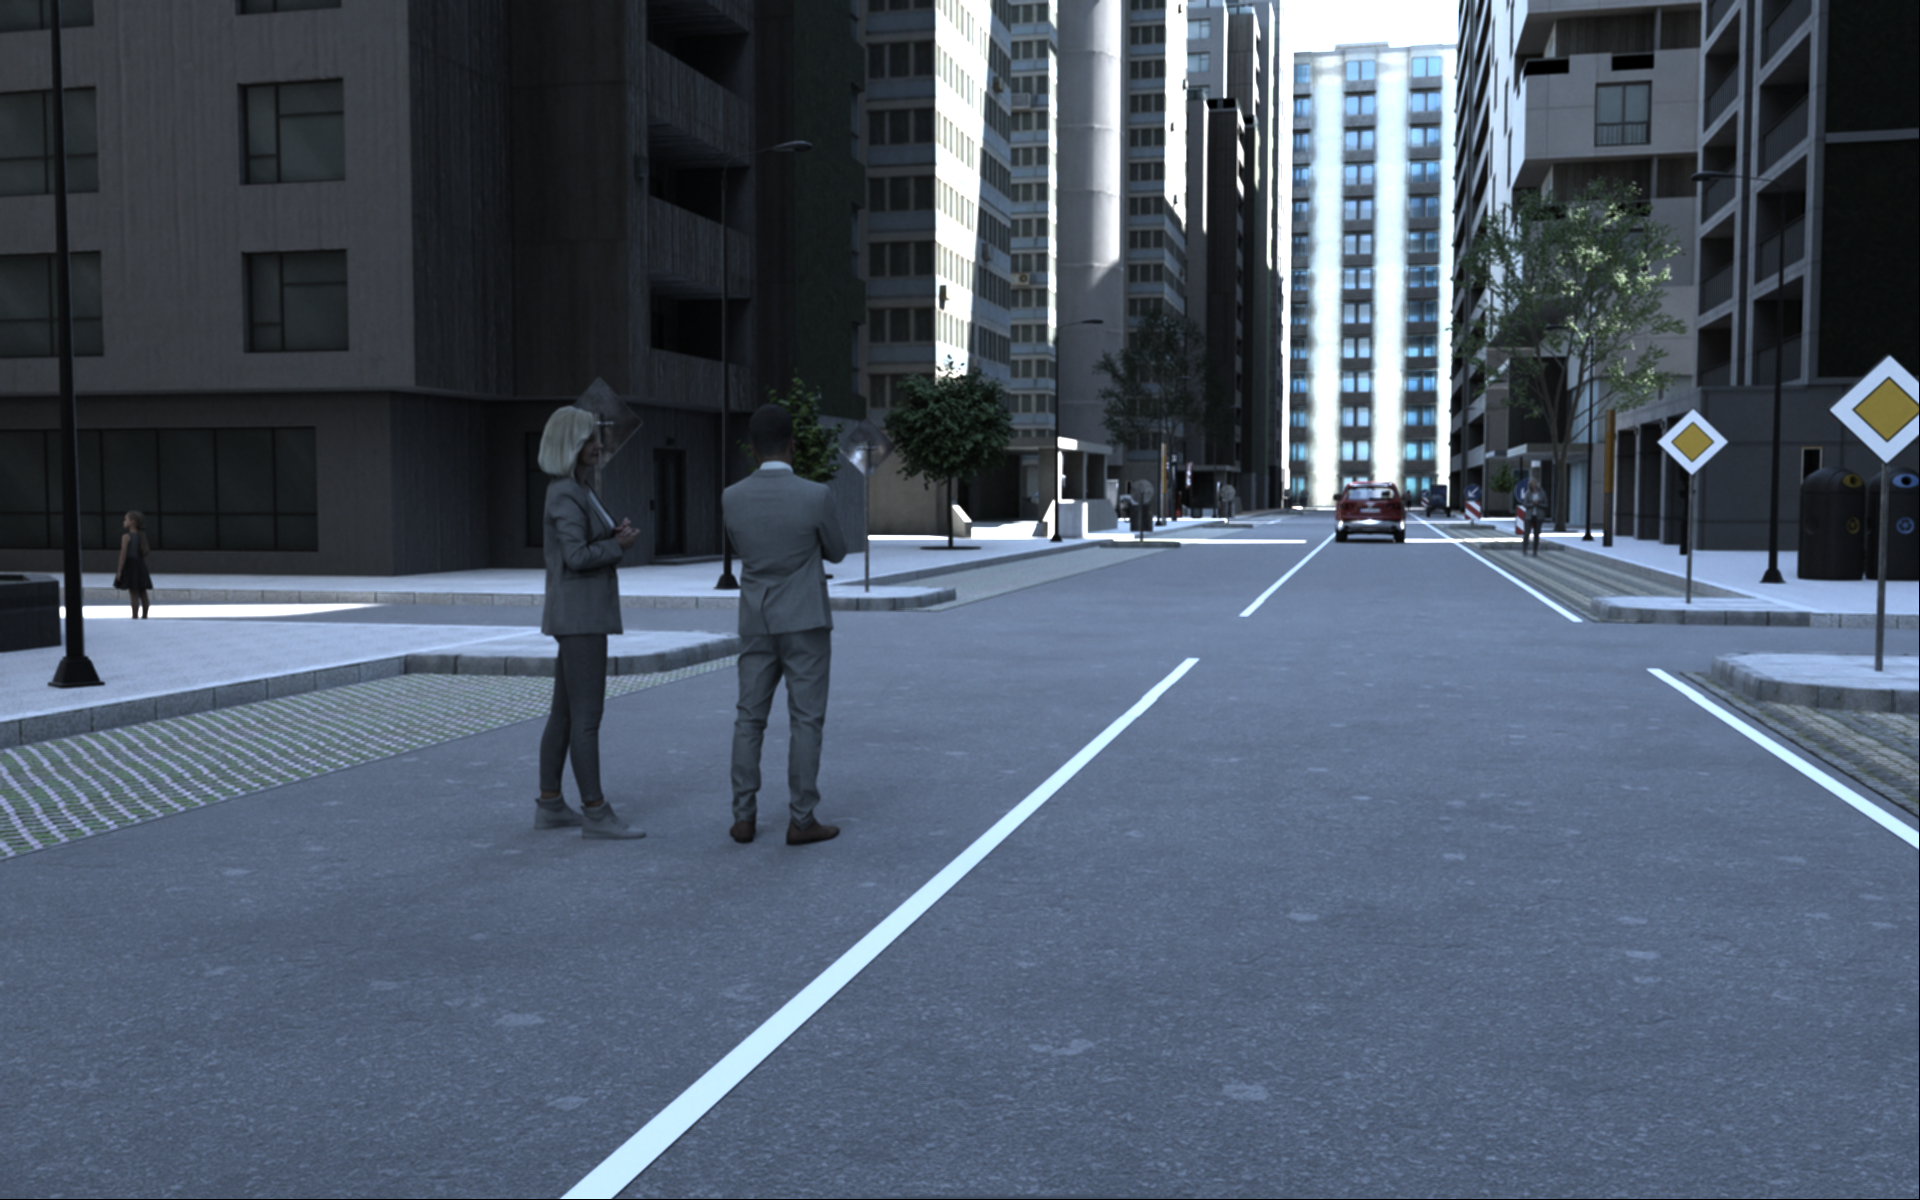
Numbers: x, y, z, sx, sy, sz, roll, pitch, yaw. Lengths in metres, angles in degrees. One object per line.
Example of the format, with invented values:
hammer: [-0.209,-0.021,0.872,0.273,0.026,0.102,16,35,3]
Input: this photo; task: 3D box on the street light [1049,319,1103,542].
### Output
street light: [3.110,-4.505,46.201,1.470,5.913,1.316,1,4,14]

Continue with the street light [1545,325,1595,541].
street light: [16.761,-4.593,47.632,1.470,5.913,1.316,1,4,14]

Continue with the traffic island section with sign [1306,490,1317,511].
traffic island section with sign: [29.675,-8.570,148.747,1.989,1.847,2.006,1,4,14]

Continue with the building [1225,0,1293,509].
building: [19.964,-44.201,160.943,20.611,71.187,20.563,1,4,14]

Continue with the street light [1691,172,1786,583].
street light: [11.230,-3.209,25.008,1.470,5.913,1.316,1,4,14]

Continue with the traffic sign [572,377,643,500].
traffic sign: [-3.098,-0.687,14.874,0.795,2.450,0.064,1,4,14]

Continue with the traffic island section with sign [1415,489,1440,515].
traffic island section with sign: [32.573,-6.764,119.223,1.989,1.847,2.006,1,4,14]

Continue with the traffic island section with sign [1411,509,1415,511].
traffic island section with sign: [38.987,-8.384,145.701,1.989,1.847,2.006,1,4,14]

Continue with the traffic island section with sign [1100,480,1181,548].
traffic island section with sign: [4.889,-2.319,46.537,1.989,1.847,2.006,1,4,14]

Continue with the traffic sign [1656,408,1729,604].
traffic sign: [8.542,-1.016,20.257,0.795,2.450,0.064,1,4,14]

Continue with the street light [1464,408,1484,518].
street light: [27.732,-7.362,92.903,1.470,5.913,1.316,1,4,14]

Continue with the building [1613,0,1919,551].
building: [27.755,-36.759,39.265,20.563,71.187,20.611,1,4,14]

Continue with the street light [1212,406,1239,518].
street light: [14.017,-7.275,91.487,1.470,5.913,1.316,1,4,14]

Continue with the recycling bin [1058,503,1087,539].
recycling bin: [3.225,-2.316,50.423,0.722,1.027,0.722,2,4,34]

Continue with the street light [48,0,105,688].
street light: [-5.405,-2.371,11.309,1.470,5.913,1.316,1,4,14]

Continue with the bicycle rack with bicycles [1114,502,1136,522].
bicycle rack with bicycles: [7.123,-4.014,79.014,2.925,0.926,2.852,-3,4,-36]

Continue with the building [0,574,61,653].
building: [-21.296,-28.459,7.304,28.212,58.520,21.231,1,4,14]

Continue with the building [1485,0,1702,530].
building: [36.800,-29.510,71.734,28.713,52.752,27.495,1,4,14]

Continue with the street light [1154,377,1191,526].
street light: [8.452,-5.892,68.871,1.470,5.913,1.316,1,4,14]

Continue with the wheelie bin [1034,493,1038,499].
wheelie bin: [3.725,-4.149,75.749,0.980,1.594,0.693,0,4,5]

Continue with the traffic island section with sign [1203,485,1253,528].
traffic island section with sign: [11.367,-3.955,73.289,1.989,1.847,2.006,1,4,14]

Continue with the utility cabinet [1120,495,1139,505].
utility cabinet: [9.428,-5.215,96.435,1.020,1.237,0.306,2,4,27]

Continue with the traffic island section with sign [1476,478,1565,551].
traffic island section with sign: [14.499,-2.208,44.727,1.989,1.847,2.006,1,4,14]

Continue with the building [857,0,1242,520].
building: [1.501,-25.645,111.175,32.217,40.220,23.993,1,4,14]

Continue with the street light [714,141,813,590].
street light: [-2.617,-3.092,23.101,1.470,5.913,1.316,1,4,14]

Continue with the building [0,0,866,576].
building: [-10.507,-15.955,32.571,14.160,30.474,14.107,1,4,14]

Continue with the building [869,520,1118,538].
building: [-11.424,-22.532,60.274,32.217,40.220,23.993,1,4,14]

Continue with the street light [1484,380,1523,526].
street light: [22.212,-5.978,70.276,1.470,5.913,1.316,1,4,14]

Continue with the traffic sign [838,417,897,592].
traffic sign: [-1.216,-1.162,22.635,0.795,2.450,0.064,1,4,14]

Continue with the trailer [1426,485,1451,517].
trailer: [29.863,-6.180,108.088,1.471,1.999,3.904,1,4,15]

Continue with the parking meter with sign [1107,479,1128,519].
parking meter with sign: [7.893,-5.751,90.288,1.738,3.016,0.543,1,4,19]

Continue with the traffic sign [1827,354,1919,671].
traffic sign: [6.660,-0.541,12.496,0.795,2.450,0.064,1,4,14]

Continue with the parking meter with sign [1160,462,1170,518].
parking meter with sign: [11.002,-5.934,93.276,0.543,3.016,1.738,1,4,19]

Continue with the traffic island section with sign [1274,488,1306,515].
traffic island section with sign: [23.083,-6.909,121.590,1.989,1.847,2.006,1,4,14]

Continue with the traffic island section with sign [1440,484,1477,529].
traffic island section with sign: [20.849,-3.810,70.927,1.989,1.847,2.006,1,4,14]
